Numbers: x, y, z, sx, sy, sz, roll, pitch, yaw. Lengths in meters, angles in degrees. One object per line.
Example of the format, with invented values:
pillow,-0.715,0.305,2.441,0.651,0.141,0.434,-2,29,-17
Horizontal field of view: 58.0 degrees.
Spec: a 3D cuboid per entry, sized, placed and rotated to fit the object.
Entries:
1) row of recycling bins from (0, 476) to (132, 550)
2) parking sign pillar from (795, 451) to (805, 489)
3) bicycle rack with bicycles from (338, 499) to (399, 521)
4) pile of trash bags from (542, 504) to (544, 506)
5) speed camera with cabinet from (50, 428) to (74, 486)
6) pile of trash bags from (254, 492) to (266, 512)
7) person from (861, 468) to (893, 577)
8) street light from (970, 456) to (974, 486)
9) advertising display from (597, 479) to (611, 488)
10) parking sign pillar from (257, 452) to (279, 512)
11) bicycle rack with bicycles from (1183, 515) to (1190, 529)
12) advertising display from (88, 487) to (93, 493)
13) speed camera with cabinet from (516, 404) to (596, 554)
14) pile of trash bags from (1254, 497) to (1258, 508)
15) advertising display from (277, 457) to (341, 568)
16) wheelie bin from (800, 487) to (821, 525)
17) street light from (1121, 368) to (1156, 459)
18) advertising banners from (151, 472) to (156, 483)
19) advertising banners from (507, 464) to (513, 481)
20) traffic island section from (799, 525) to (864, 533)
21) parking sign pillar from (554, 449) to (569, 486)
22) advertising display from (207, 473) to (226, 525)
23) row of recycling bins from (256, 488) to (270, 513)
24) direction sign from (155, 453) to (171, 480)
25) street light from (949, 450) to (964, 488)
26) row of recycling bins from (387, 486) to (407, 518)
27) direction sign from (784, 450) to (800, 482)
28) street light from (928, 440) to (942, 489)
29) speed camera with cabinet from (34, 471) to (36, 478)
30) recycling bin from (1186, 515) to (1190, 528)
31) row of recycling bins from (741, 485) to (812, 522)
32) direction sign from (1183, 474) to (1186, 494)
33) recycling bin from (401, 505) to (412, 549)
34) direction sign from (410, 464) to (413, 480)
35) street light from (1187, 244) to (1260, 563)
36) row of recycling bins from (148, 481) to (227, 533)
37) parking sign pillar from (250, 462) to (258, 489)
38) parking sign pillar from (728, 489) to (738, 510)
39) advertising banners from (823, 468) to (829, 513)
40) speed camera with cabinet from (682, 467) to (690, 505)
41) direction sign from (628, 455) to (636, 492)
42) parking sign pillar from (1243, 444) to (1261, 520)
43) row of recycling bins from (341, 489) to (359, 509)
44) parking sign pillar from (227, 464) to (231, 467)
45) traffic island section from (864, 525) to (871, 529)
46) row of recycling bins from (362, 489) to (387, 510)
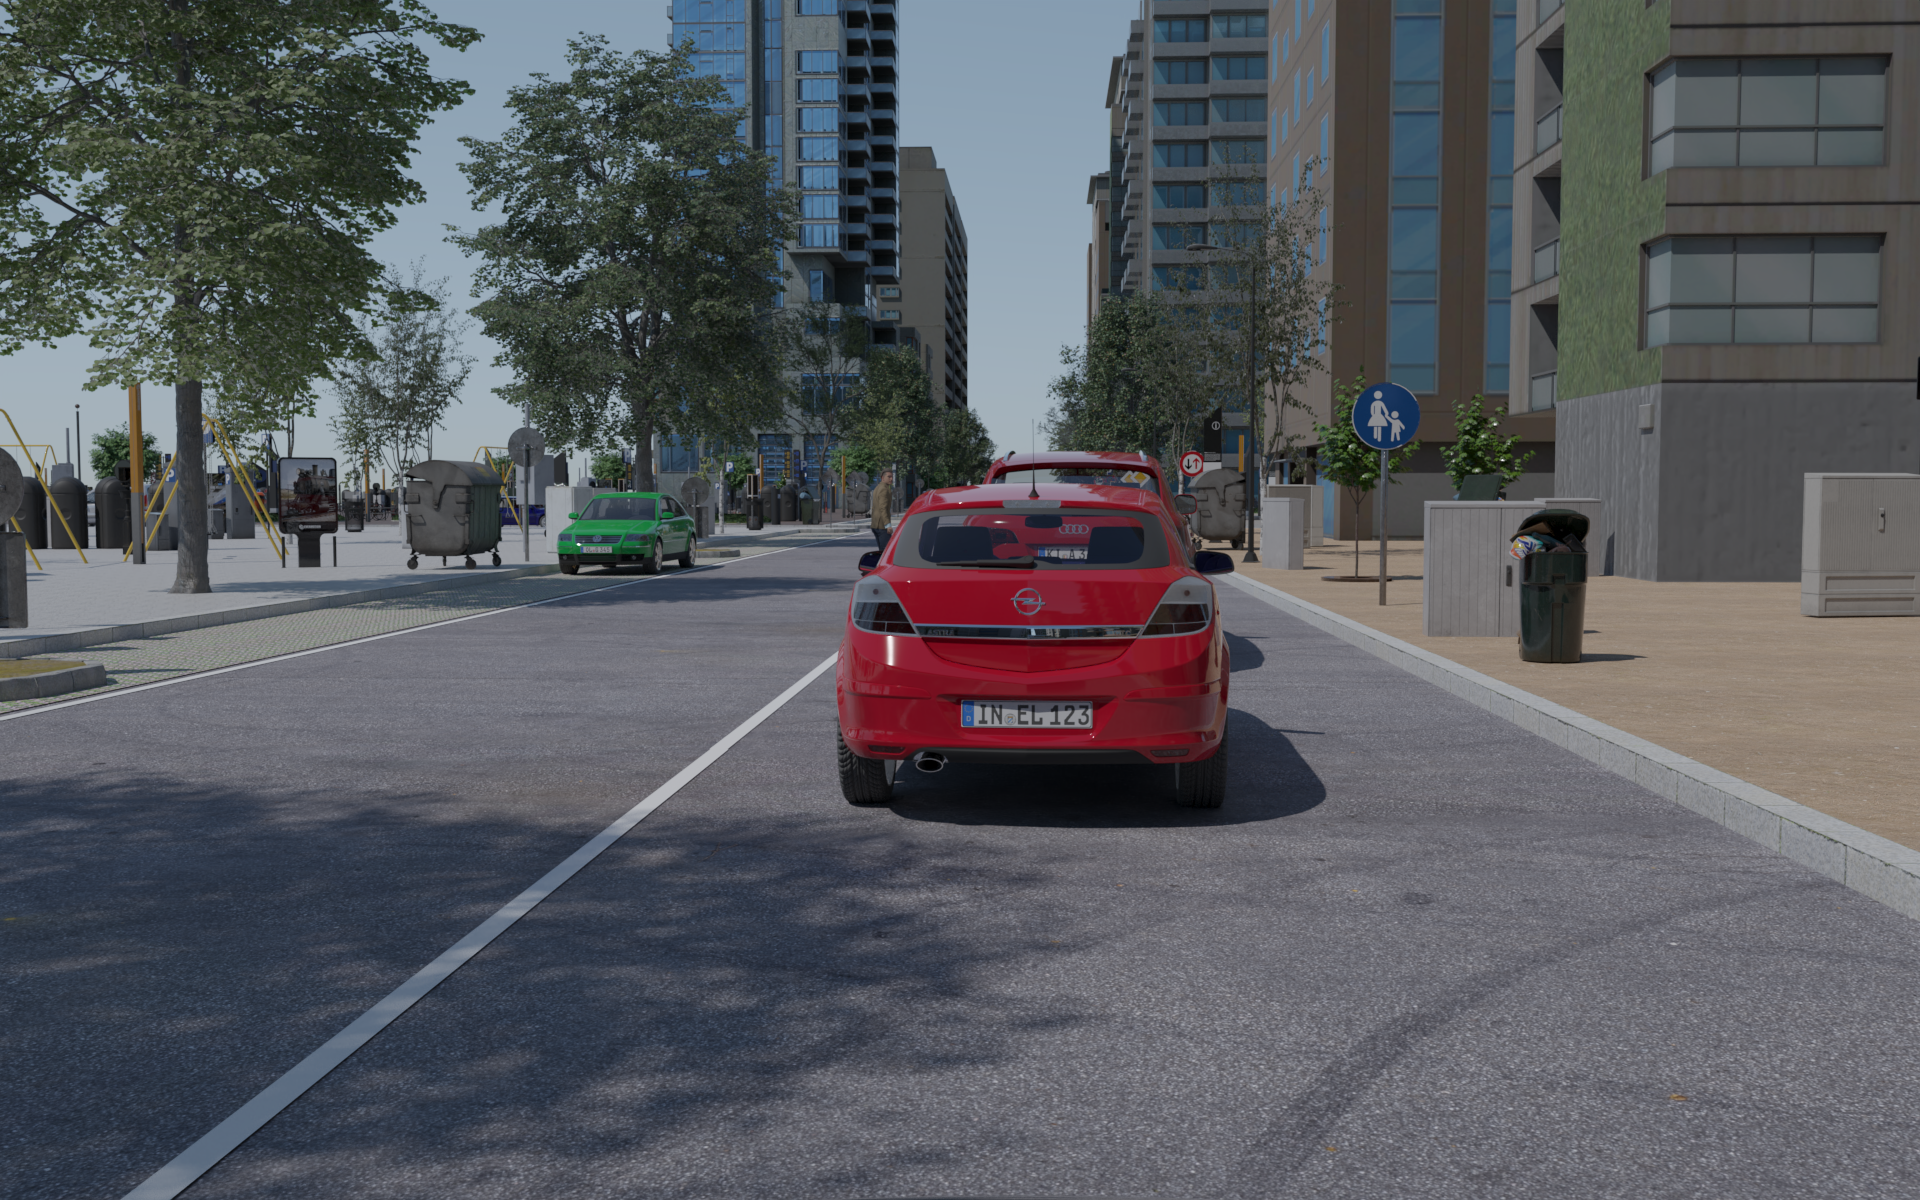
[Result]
row of recycling bins,-21.215,-2.036,40.398,3.534,1.692,1.069,-1,4,-15
parking sign pillar,-10.140,-7.380,109.130,1.447,3.967,1.447,-1,4,-19
bicycle rack with bicycles,-28.722,-4.338,84.309,2.925,0.926,2.852,0,4,-1
pile of trash bags,-20.390,-4.949,90.661,3.447,1.369,1.912,0,4,-3
speed camera with cabinet,-27.084,-3.541,52.236,0.660,3.252,2.038,-2,4,-27
pile of trash bags,-54.991,-7.627,134.459,1.912,1.369,3.447,-3,5,-40
person,-1.227,-1.149,27.194,0.656,1.842,0.836,3,5,40
street light,0.989,-14.669,212.383,1.470,5.913,1.316,0,4,3
advertising display,-15.588,-4.323,75.896,0.123,1.923,0.974,1,4,19
parking sign pillar,-39.723,-6.886,101.057,1.447,3.967,1.447,1,4,13
bicycle rack with bicycles,8.097,-2.902,60.831,2.925,0.926,2.852,0,4,2
advertising display,-75.252,-8.812,149.290,0.974,1.923,0.123,-1,4,-13
speed camera with cabinet,-8.822,-2.651,37.675,2.038,3.252,0.660,3,5,40
pile of trash bags,21.599,-7.292,128.982,1.912,1.369,3.447,-1,4,-18
advertising display,-11.376,-1.530,30.230,0.974,1.923,0.123,-2,4,-29
wheelie bin,-6.301,-3.955,72.568,0.693,1.594,0.980,2,4,25
street light,6.655,-5.594,64.010,1.470,5.913,1.316,0,4,3
advertising banners,-64.243,-8.574,136.371,2.074,3.025,0.090,0,4,-3
advertising banners,-25.937,-6.451,101.661,0.090,3.025,2.074,1,4,20
traffic island section,-4.842,-2.595,64.701,2.009,0.180,2.903,0,4,3
parking sign pillar,-24.323,-7.112,104.755,1.447,3.967,1.447,1,4,17
advertising display,-22.705,-2.918,52.930,0.123,1.923,0.974,3,5,43
row of recycling bins,-43.917,-6.276,109.731,3.534,1.692,1.069,2,4,33
direction sign,-44.394,-6.397,96.595,0.876,3.537,0.379,0,4,-1
street light,-0.601,-12.730,180.677,1.470,5.913,1.316,0,4,3
row of recycling bins,-30.028,-5.261,93.130,1.069,1.692,3.534,-1,4,-21
direction sign,-8.551,-5.882,88.164,0.876,3.537,0.379,2,4,25
street light,-2.155,-10.791,148.969,1.470,5.913,1.316,0,4,3
speed camera with cabinet,-63.892,-7.629,119.066,0.660,3.252,2.038,-3,4,-39
recycling bin,8.339,-3.176,64.481,0.722,1.027,0.722,1,4,18
row of recycling bins,-8.485,-4.531,81.194,3.534,1.692,1.069,0,4,-6
direction sign,18.106,-9.066,140.229,0.379,3.537,0.876,2,4,26
recycling bin,-12.666,-1.729,40.826,0.722,1.027,0.722,1,4,14
direction sign,-36.439,-7.528,115.087,0.379,3.537,0.876,0,4,-7
street light,4.909,-3.656,32.311,1.470,5.913,1.316,0,4,3
row of recycling bins,-24.948,-3.008,56.298,1.069,1.692,3.534,1,4,17
parking sign pillar,-55.636,-9.123,137.627,1.447,3.967,1.447,-2,4,-27
parking sign pillar,-18.949,-9.428,142.615,1.447,3.967,1.447,1,4,11
advertising banners,-8.918,-7.297,115.497,0.090,3.025,2.074,-1,4,-15
speed camera with cabinet,-19.597,-8.104,126.831,0.660,3.252,2.038,2,4,25
direction sign,-18.808,-6.591,99.756,0.876,3.537,0.379,0,4,-3
parking sign pillar,14.121,-5.932,85.459,1.447,3.967,1.447,2,4,25
row of recycling bins,-51.380,-8.682,149.062,3.534,1.692,1.069,-2,4,-27
parking sign pillar,-60.929,-9.607,145.547,1.447,3.967,1.447,-3,4,-36
traffic island section,-4.453,-3.082,72.677,2.009,0.180,2.903,0,4,3
row of recycling bins,-43.865,-7.639,132.017,1.069,1.692,3.534,2,4,26
